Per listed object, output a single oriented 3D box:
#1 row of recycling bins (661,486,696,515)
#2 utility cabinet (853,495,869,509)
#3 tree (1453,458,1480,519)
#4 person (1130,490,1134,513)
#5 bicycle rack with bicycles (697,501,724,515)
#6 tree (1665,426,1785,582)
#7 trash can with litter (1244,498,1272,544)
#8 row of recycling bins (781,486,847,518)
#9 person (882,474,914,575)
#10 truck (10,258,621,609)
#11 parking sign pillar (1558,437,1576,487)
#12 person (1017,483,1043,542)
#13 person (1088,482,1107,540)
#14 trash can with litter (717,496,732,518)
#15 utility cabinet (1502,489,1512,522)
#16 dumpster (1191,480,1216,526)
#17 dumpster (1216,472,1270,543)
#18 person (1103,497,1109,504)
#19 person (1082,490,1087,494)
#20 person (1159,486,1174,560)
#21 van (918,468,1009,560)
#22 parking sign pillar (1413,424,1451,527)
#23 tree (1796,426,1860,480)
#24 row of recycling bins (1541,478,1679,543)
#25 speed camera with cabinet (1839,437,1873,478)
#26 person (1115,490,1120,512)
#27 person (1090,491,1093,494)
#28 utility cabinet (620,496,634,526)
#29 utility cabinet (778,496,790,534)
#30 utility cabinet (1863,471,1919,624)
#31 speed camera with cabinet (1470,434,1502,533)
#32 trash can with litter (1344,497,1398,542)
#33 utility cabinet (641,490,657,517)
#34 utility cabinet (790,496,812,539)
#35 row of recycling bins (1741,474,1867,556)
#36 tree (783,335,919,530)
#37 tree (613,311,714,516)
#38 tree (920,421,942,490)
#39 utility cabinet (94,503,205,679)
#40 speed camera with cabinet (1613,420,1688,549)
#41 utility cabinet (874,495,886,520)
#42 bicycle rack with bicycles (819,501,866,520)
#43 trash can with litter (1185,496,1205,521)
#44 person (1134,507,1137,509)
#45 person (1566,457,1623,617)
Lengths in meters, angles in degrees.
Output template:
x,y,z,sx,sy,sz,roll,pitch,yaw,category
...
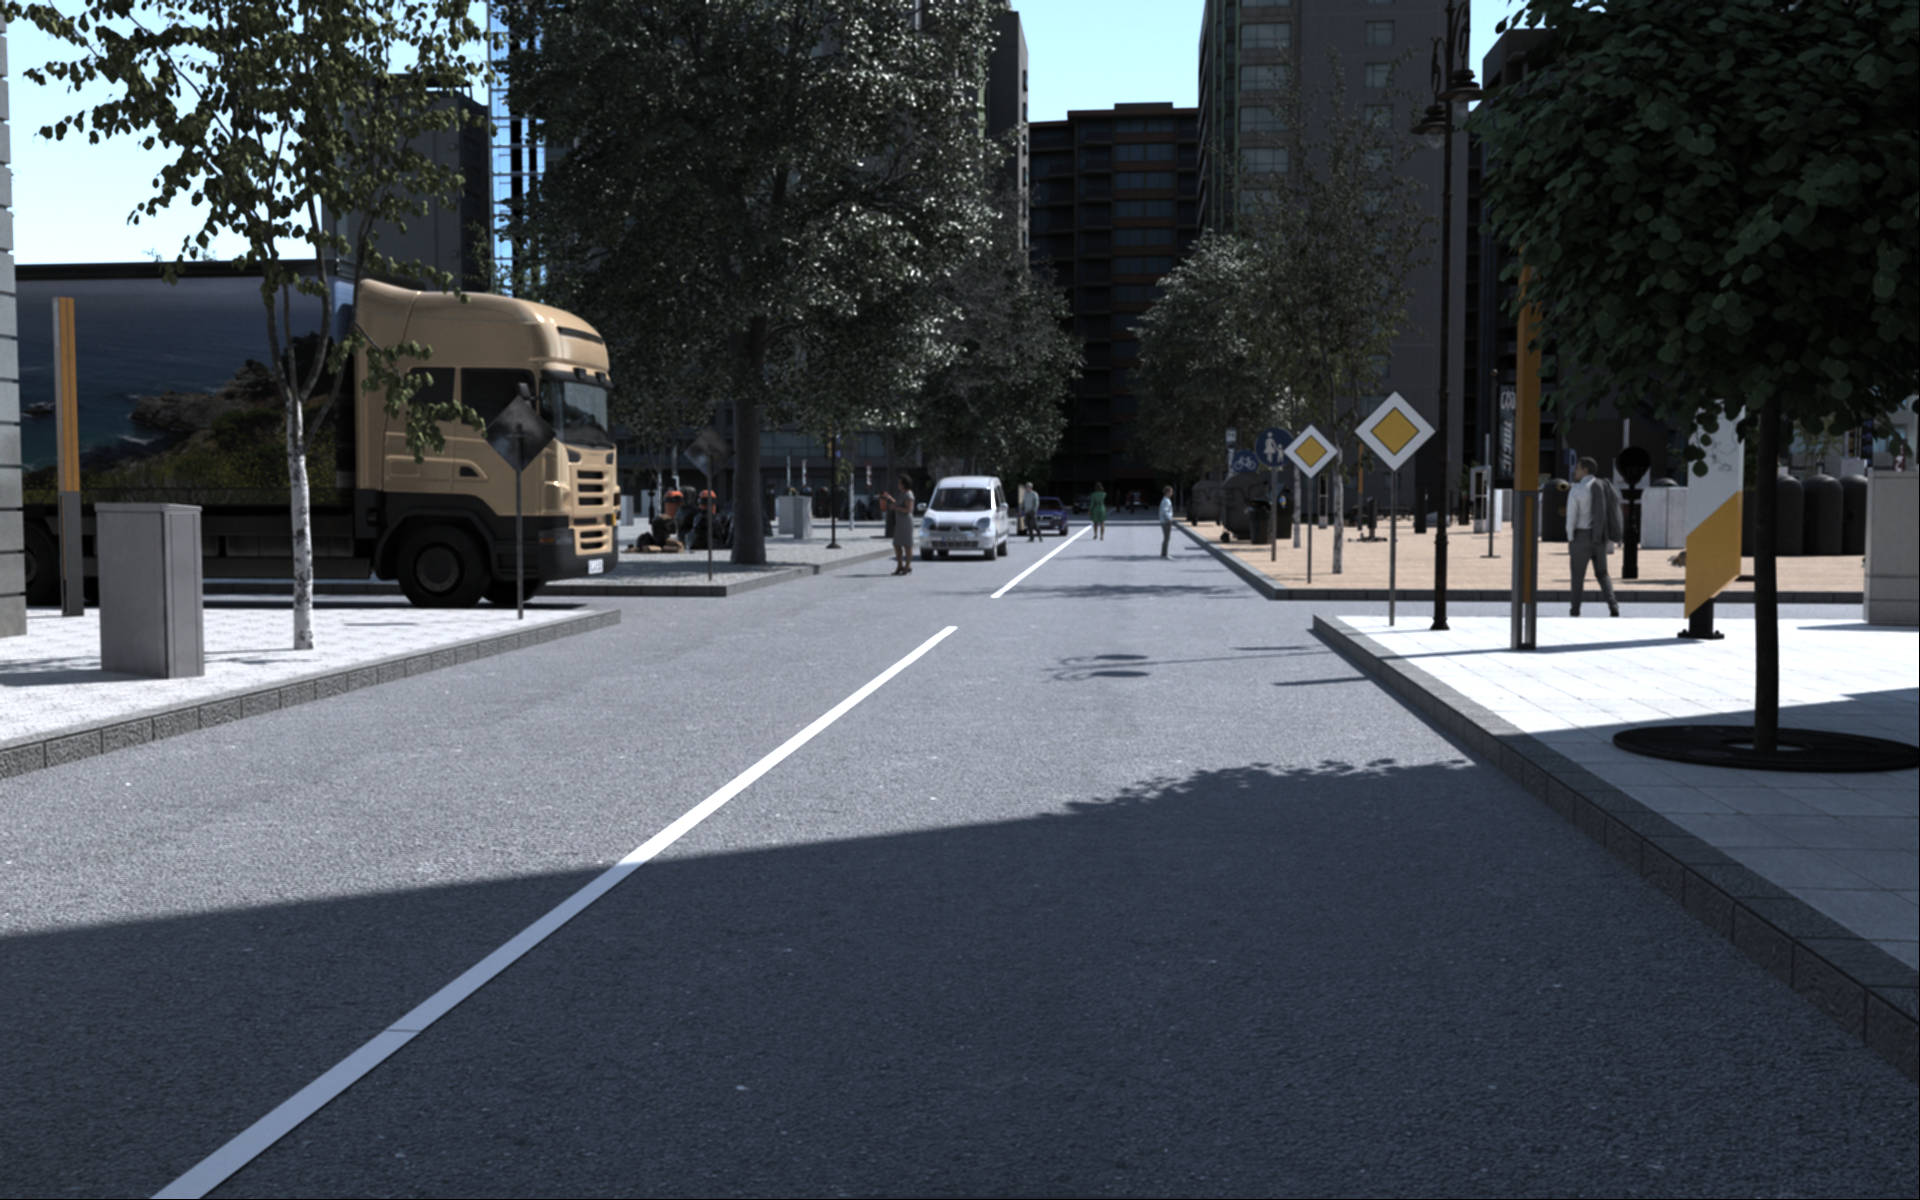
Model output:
x,y,z,sx,sy,sz,roll,pitch,yaw,category
-13.846,-4.769,85.082,1.069,1.692,3.534,1,4,13,row of recycling bins
-5.603,-5.232,96.711,1.020,1.237,0.306,2,4,28,utility cabinet
26.909,-5.880,90.744,1.663,3.219,1.824,0,3,0,tree
12.704,-7.257,128.073,0.530,1.710,0.541,2,4,33,person
-13.720,-5.070,96.275,2.925,0.926,2.852,2,4,29,bicycle rack with bicycles
11.641,-1.915,25.918,1.663,3.219,1.824,0,3,0,tree
7.670,-2.005,44.171,0.624,1.170,1.055,2,4,25,trash can with litter
-7.828,-5.241,92.800,3.534,1.692,1.069,-1,4,-10,row of recycling bins
-1.102,-1.332,30.643,0.532,1.782,0.716,-1,4,-20,person
-9.442,-2.029,22.092,11.283,4.237,2.839,0,4,7,truck
26.205,-5.277,74.758,1.447,3.967,1.447,2,4,34,parking sign pillar
2.065,-2.617,51.767,0.782,1.767,0.515,3,5,40,person
4.320,-2.772,54.073,0.600,1.795,0.529,-1,4,-14,person
-12.458,-5.043,93.505,2.233,1.210,1.678,2,4,25,trash can with litter
24.916,-4.348,79.771,0.318,1.500,1.173,-2,4,-33,utility cabinet
10.008,-3.936,70.105,1.264,1.857,1.865,0,4,6,dumpster
7.574,-2.466,46.082,1.264,1.857,1.865,0,4,6,dumpster
12.534,-8.587,152.156,1.065,1.426,0.557,0,4,-6,person
11.401,-9.199,158.931,1.348,1.821,0.705,-1,4,-19,person
4.499,-1.674,37.686,0.330,1.601,0.589,1,4,8,person
0.130,-1.946,38.830,2.013,2.044,4.112,0,4,7,van
18.337,-4.814,67.177,1.447,3.967,1.447,3,4,39,parking sign pillar
39.205,-7.878,79.173,4.737,8.622,4.395,0,3,0,tree
17.363,-2.395,46.270,3.534,1.692,1.069,2,4,29,row of recycling bins
22.085,-2.970,42.901,0.660,3.252,2.038,2,4,31,speed camera with cabinet
12.273,-7.696,134.874,0.434,1.755,0.990,0,4,-3,person
12.810,-9.836,170.113,0.721,1.735,1.217,2,4,25,person
-13.510,-3.617,70.298,0.306,1.237,1.020,-2,4,-25,utility cabinet
-5.370,-2.705,55.395,1.020,1.237,0.306,3,5,42,utility cabinet
9.507,-0.503,16.896,1.173,1.500,0.318,1,4,17,utility cabinet
17.521,-3.873,57.658,0.660,3.252,2.038,2,4,31,speed camera with cabinet
10.998,-2.193,46.906,1.678,1.210,2.233,1,4,22,trash can with litter
-17.205,-5.382,96.668,1.173,1.500,0.318,2,4,24,utility cabinet
-4.526,-2.372,49.949,0.306,1.237,1.020,1,4,10,utility cabinet
17.572,-1.781,36.235,3.534,1.692,1.069,-1,4,-14,row of recycling bins
-4.077,-6.766,60.986,4.737,8.622,4.395,0,3,0,tree
-11.035,-6.923,63.558,4.360,8.622,3.978,0,3,0,tree
-0.886,-8.916,96.138,4.737,8.622,4.395,0,3,0,tree
-5.789,-0.075,12.389,1.020,1.237,0.306,3,5,40,utility cabinet
16.372,-2.859,41.076,0.660,3.252,2.038,-1,4,-16,speed camera with cabinet
-3.760,-4.601,86.390,1.020,1.237,0.306,0,4,4,utility cabinet
-6.047,-4.562,87.968,2.852,0.926,2.925,0,4,0,bicycle rack with bicycles
11.149,-4.298,81.658,1.055,1.170,0.624,2,4,27,trash can with litter
16.735,-9.540,165.214,1.217,1.736,0.721,1,4,10,person
6.860,-0.620,18.742,0.679,1.850,0.850,-1,4,-16,person
